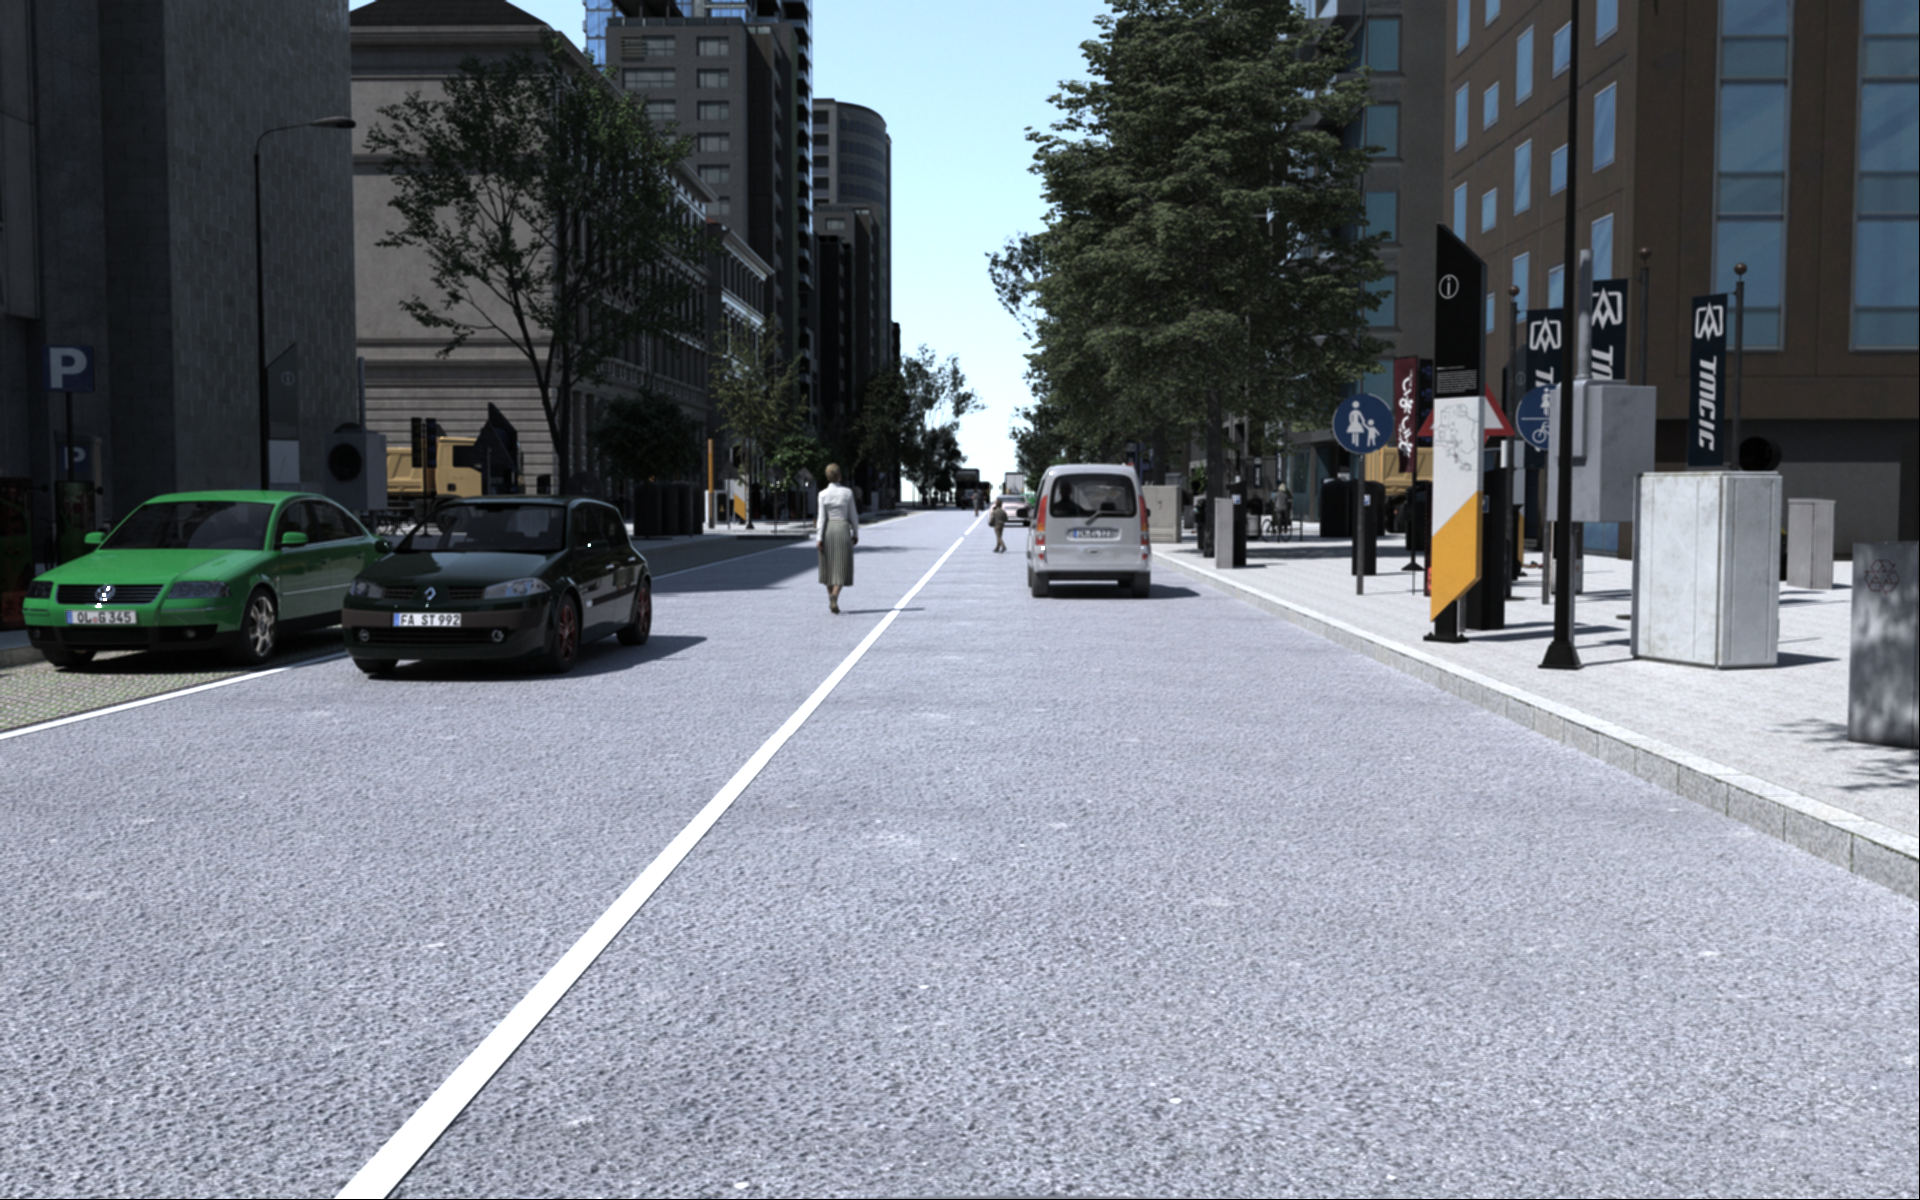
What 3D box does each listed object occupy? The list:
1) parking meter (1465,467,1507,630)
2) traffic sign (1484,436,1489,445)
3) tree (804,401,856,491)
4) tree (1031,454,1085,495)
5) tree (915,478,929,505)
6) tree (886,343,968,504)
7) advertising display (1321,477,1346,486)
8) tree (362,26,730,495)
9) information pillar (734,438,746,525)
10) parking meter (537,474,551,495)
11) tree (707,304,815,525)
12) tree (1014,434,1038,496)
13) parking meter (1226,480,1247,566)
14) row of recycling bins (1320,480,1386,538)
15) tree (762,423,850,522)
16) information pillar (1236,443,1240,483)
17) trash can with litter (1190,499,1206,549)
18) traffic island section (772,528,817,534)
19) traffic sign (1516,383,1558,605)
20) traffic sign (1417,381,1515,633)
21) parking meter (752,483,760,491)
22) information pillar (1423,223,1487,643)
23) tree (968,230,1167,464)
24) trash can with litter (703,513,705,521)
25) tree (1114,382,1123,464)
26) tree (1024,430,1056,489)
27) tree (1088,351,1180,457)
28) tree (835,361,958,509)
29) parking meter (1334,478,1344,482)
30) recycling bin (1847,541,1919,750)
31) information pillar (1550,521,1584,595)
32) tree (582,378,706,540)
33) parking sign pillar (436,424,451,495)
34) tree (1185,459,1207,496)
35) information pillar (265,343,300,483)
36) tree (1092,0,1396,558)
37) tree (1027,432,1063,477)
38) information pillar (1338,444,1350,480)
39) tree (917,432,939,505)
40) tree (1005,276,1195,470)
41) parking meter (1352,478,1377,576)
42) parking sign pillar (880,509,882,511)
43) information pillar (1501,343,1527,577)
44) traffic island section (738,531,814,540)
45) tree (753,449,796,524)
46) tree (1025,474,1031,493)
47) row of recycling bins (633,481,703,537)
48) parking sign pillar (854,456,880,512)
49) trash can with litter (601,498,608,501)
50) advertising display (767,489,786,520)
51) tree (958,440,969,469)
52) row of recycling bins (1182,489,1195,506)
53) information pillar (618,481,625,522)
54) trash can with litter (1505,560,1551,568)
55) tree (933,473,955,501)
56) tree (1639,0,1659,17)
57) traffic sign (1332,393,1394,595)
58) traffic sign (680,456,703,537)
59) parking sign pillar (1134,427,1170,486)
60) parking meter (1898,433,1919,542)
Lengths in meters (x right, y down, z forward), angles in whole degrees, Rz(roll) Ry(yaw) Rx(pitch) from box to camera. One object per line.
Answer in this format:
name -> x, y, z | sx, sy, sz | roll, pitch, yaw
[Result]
parking meter -> 4.986, -0.491, 16.442 | 0.372, 1.533, 0.369 | 0, 3, 0
traffic sign -> 6.684, -1.411, 23.178 | 0.768, 2.556, 0.104 | 0, 4, 6
tree -> -10.334, -11.390, 136.595 | 4.360, 8.622, 3.978 | 0, 3, 0
tree -> 7.961, -8.816, 127.858 | 4.285, 4.588, 4.351 | 0, 3, 0
tree -> -4.447, -13.002, 207.180 | 1.663, 3.219, 1.824 | 0, 3, 0
tree -> -3.657, -21.940, 214.605 | 12.611, 20.169, 13.585 | 0, 3, 0
advertising display -> 14.364, -3.757, 66.640 | 0.974, 1.923, 0.123 | -1, 4, -13
tree -> -9.398, -6.998, 40.169 | 9.928, 11.665, 9.643 | 0, 3, 0
information pillar -> -9.194, -4.955, 72.374 | 0.504, 3.616, 0.183 | 0, 4, -6
parking meter -> -12.104, -2.733, 50.400 | 0.255, 1.863, 0.399 | 1, 4, 21
tree -> -8.186, -7.219, 68.393 | 4.737, 8.622, 4.395 | 0, 3, 0
tree -> 11.998, -21.103, 270.782 | 9.928, 11.665, 9.643 | 0, 3, 0
parking meter -> 4.940, -1.382, 31.001 | 0.372, 1.533, 0.369 | 0, 3, 0
row of recycling bins -> 11.952, -2.771, 52.425 | 1.069, 1.692, 3.534 | 3, 4, 37
tree -> -7.561, -5.875, 79.771 | 4.285, 4.588, 4.351 | 0, 3, 0
information pillar -> 12.689, -5.370, 79.150 | 0.183, 3.616, 0.504 | 0, 4, -5
trash can with litter -> 5.930, -1.765, 40.242 | 1.055, 1.170, 0.624 | -2, 4, -24
traffic island section -> -5.696, -2.499, 63.143 | 2.009, 0.180, 2.903 | 0, 4, 1
traffic sign -> 6.809, -1.220, 20.060 | 0.768, 2.556, 0.104 | 0, 4, 7
traffic sign -> 4.656, -0.978, 15.995 | 0.884, 2.594, 0.081 | 0, 4, 5
parking meter -> -10.472, -5.081, 88.787 | 0.399, 1.863, 0.255 | 3, 5, 44
information pillar -> 4.273, -1.439, 14.883 | 0.183, 3.616, 0.504 | -3, 4, -36
tree -> 8.203, -15.557, 110.251 | 12.611, 20.169, 13.585 | 0, 3, 0
trash can with litter -> -11.783, -4.269, 81.182 | 1.055, 1.170, 0.624 | 3, 5, 42
tree -> 9.565, -8.879, 95.530 | 4.737, 8.622, 4.395 | 0, 3, 0
tree -> 9.200, -14.479, 187.099 | 4.737, 8.622, 4.395 | 0, 3, 0
tree -> 7.484, -7.576, 74.222 | 4.360, 8.622, 3.978 | 0, 3, 0
tree -> -6.615, -14.215, 149.421 | 9.611, 12.733, 9.660 | 0, 3, 0
parking meter -> 14.050, -3.571, 64.093 | 0.399, 1.863, 0.255 | -2, 4, -25
recycling bin -> 5.090, 0.224, 8.885 | 0.722, 1.027, 0.722 | -2, 4, -35
information pillar -> 7.722, -1.071, 21.998 | 0.304, 2.012, 0.304 | 3, 5, 45
tree -> -8.914, -3.992, 48.980 | 4.285, 4.588, 4.351 | 0, 3, 0
parking sign pillar -> -19.648, -4.725, 65.718 | 1.447, 3.967, 1.447 | -3, 5, -42
tree -> 13.288, -6.220, 96.299 | 1.663, 3.219, 1.824 | 0, 3, 0
information pillar -> -10.467, -2.169, 26.822 | 0.183, 3.616, 0.504 | 3, 5, 44
tree -> 4.754, -7.148, 35.002 | 7.486, 12.596, 7.792 | 0, 3, 0
tree -> 8.039, -12.834, 160.201 | 4.360, 8.622, 3.978 | 0, 3, 0
information pillar -> 15.131, -4.702, 68.224 | 0.504, 3.616, 0.183 | -1, 4, -19
tree -> -4.520, -14.999, 195.598 | 4.737, 8.622, 4.395 | 0, 3, 0
tree -> 7.273, -10.415, 87.300 | 9.611, 12.733, 9.660 | 0, 3, 0
parking meter -> 6.381, -1.156, 27.316 | 0.372, 1.533, 0.369 | 0, 3, 0
parking sign pillar -> -6.497, -8.547, 128.210 | 1.447, 3.967, 1.447 | 0, 4, -7
information pillar -> 8.579, -2.170, 26.827 | 0.504, 3.616, 0.183 | -2, 4, -32
traffic island section -> -5.893, -2.011, 55.161 | 2.009, 0.180, 2.903 | 0, 4, 1
tree -> -7.747, -4.853, 73.950 | 1.663, 3.219, 1.824 | 0, 3, 0
tree -> 9.417, -11.074, 164.770 | 4.285, 4.588, 4.351 | 0, 3, 0
row of recycling bins -> -9.014, -2.862, 53.908 | 1.069, 1.692, 3.534 | 1, 4, 19
parking sign pillar -> -6.874, -8.193, 122.431 | 1.447, 3.967, 1.447 | 3, 5, 42
trash can with litter -> -9.342, -1.984, 43.825 | 1.055, 1.170, 0.624 | 1, 4, 20
advertising display -> -9.251, -5.016, 87.228 | 0.974, 1.923, 0.123 | 0, 4, 0
tree -> -3.036, -22.296, 281.554 | 9.611, 12.733, 9.660 | 0, 3, 0
row of recycling bins -> 15.353, -7.165, 124.255 | 3.534, 1.692, 1.069 | -1, 4, -15
information pillar -> -15.512, -4.582, 79.409 | 0.304, 2.012, 0.304 | 0, 4, -6
trash can with litter -> 9.779, -1.168, 30.153 | 2.233, 1.210, 1.678 | 0, 4, -5
tree -> -2.357, -18.721, 289.806 | 4.285, 4.588, 4.351 | 0, 3, 0
tree -> 5.007, -4.345, 5.457 | 8.767, 10.594, 7.601 | -2, 4, -31
traffic sign -> 5.096, -1.339, 21.991 | 0.768, 2.556, 0.104 | 0, 4, 3
traffic sign -> -7.994, -3.136, 51.385 | 0.768, 2.556, 0.104 | 0, 4, 5
parking sign pillar -> 7.338, -4.763, 66.340 | 1.447, 3.967, 1.447 | 2, 4, 26
parking meter -> 9.342, -0.677, 16.785 | 0.399, 1.863, 0.255 | 0, 4, -2
